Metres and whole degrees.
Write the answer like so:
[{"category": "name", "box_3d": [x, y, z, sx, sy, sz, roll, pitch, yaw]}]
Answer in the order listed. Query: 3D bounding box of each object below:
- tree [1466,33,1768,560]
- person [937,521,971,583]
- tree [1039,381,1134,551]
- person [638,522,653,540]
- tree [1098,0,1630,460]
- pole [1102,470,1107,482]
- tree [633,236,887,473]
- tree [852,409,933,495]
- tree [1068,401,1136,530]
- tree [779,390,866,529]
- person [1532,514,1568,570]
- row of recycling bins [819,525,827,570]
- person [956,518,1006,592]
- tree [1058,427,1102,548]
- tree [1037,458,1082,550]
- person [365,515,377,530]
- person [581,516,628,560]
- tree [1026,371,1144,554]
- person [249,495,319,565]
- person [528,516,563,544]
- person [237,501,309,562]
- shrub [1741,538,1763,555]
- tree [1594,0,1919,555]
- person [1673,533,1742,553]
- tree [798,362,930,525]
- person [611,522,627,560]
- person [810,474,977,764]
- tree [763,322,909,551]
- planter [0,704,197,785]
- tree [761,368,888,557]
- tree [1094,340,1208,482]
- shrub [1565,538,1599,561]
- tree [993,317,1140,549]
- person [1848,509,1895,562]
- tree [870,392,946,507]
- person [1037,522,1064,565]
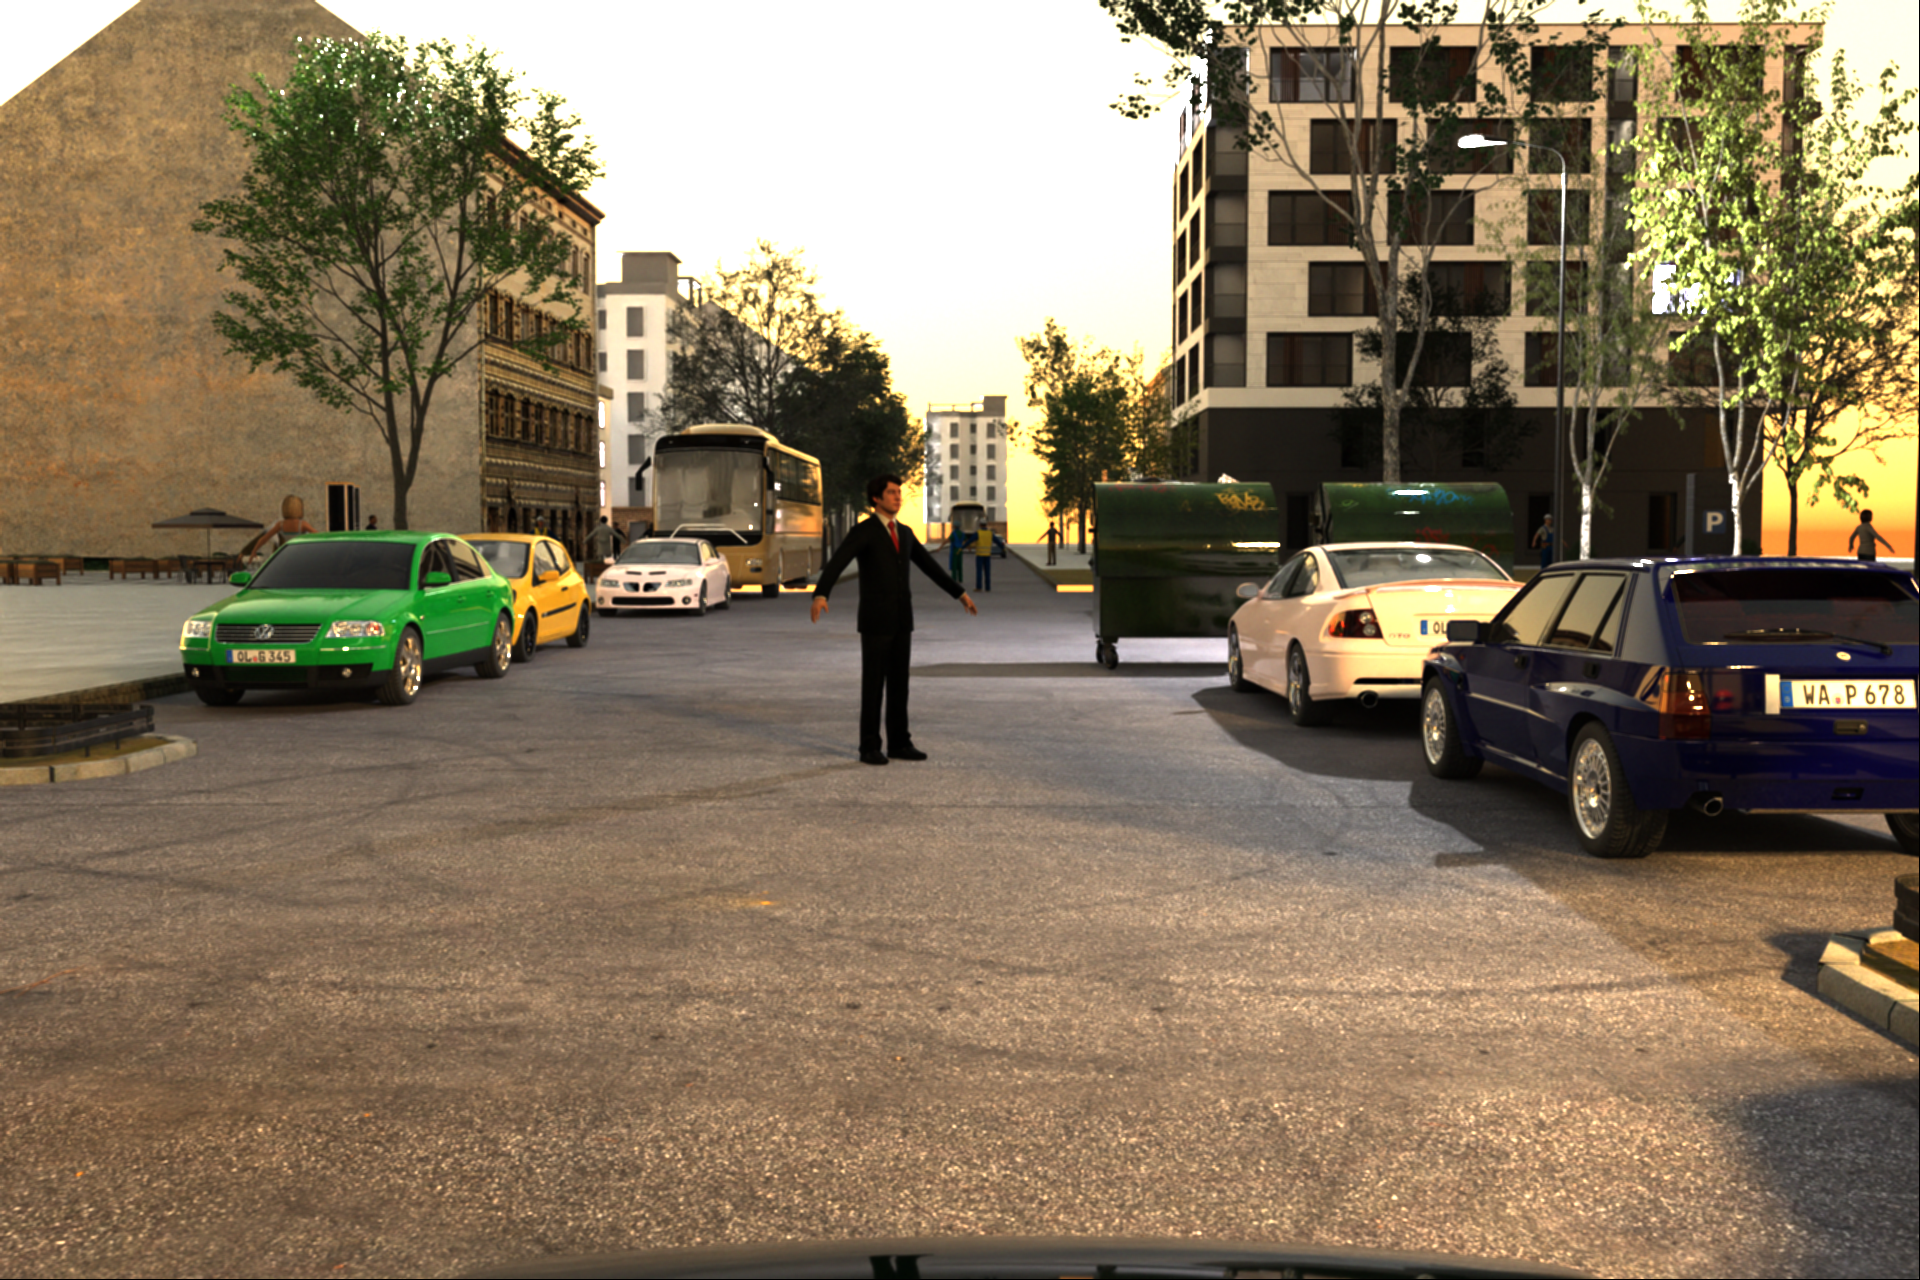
[{"category": "tree", "box_3d": [9.391, -4.657, 26.506, 4.360, 8.622, 3.978, 0, 3, 0]}, {"category": "person", "box_3d": [-0.122, -2.561, 50.451, 1.347, 1.817, 0.704, -3, 5, -44]}, {"category": "tree", "box_3d": [9.273, -12.832, 127.922, 7.486, 12.596, 7.792, 0, 3, 0]}, {"category": "person", "box_3d": [-14.138, -4.513, 79.569, 1.354, 1.856, 0.705, -1, 4, -12]}, {"category": "tree", "box_3d": [8.264, -11.120, 37.709, 12.611, 20.169, 13.585, 0, 3, 0]}, {"category": "pole", "box_3d": [4.591, -3.742, 55.026, 0.158, 3.312, 0.155, 0, 3, 0]}, {"category": "tree", "box_3d": [-7.893, -9.808, 70.731, 12.009, 13.543, 11.850, 0, 3, 0]}, {"category": "tree", "box_3d": [-6.259, -12.957, 137.601, 9.928, 11.665, 9.643, 0, 3, 0]}, {"category": "tree", "box_3d": [7.680, -8.936, 96.473, 4.360, 8.622, 3.978, 0, 3, 0]}, {"category": "tree", "box_3d": [-7.610, -8.474, 88.912, 4.360, 8.622, 3.978, 0, 3, 0]}, {"category": "person", "box_3d": [16.759, -2.660, 49.349, 1.347, 1.847, 0.705, -2, 4, -28]}, {"category": "row of recycling bins", "box_3d": [-5.328, -3.391, 62.559, 1.069, 1.692, 3.534, 0, 4, 2]}, {"category": "person", "box_3d": [0.567, -2.124, 43.160, 1.349, 1.833, 0.705, -1, 4, -22]}, {"category": "tree", "box_3d": [8.294, -10.357, 119.701, 4.360, 8.622, 3.978, 0, 3, 0]}, {"category": "tree", "box_3d": [8.641, -11.418, 137.045, 4.360, 8.622, 3.978, 0, 3, 0]}, {"category": "person", "box_3d": [-16.222, -2.552, 47.948, 0.704, 1.802, 1.346, 0, 4, 4]}, {"category": "person", "box_3d": [-10.242, -2.674, 49.911, 1.347, 1.806, 0.705, 0, 4, -5]}, {"category": "tree", "box_3d": [7.887, -11.269, 110.009, 9.928, 11.665, 9.643, 0, 3, 0]}, {"category": "person", "box_3d": [-8.013, -0.877, 20.956, 1.214, 1.753, 0.721, 0, 4, 1]}, {"category": "person", "box_3d": [-11.419, -2.494, 47.244, 1.216, 1.772, 0.721, -1, 4, -19]}, {"category": "person", "box_3d": [-8.874, -0.982, 22.827, 1.217, 1.736, 0.721, -2, 4, -33]}, {"category": "shrub", "box_3d": [25.765, -2.786, 56.668, 1.383, 1.207, 1.383, 0, 3, 0]}, {"category": "tree", "box_3d": [9.731, -4.330, 21.160, 4.737, 8.622, 4.395, 0, 3, 0]}, {"category": "person", "box_3d": [15.116, -1.776, 35.098, 1.348, 1.821, 0.705, 3, 5, 41]}, {"category": "tree", "box_3d": [-7.207, -12.814, 119.872, 12.009, 13.543, 11.850, 0, 3, 0]}, {"category": "person", "box_3d": [-15.874, -4.526, 79.936, 1.347, 1.837, 0.705, 2, 4, 26]}, {"category": "person", "box_3d": [-0.447, -0.139, 10.914, 1.347, 1.806, 0.705, -3, 5, -43]}, {"category": "tree", "box_3d": [-7.517, -12.199, 106.114, 9.857, 13.997, 8.962, 0, 3, 0]}, {"category": "planter", "box_3d": [-5.960, 0.633, 10.787, 1.991, 0.319, 1.994, 0, 4, 1]}, {"category": "tree", "box_3d": [-7.364, -9.884, 96.013, 7.601, 10.594, 8.767, 1, 4, 16]}, {"category": "tree", "box_3d": [7.276, -7.116, 66.701, 4.737, 8.622, 4.395, 0, 3, 0]}, {"category": "shrub", "box_3d": [19.849, -2.704, 55.321, 1.383, 1.207, 1.383, 0, 3, 0]}, {"category": "tree", "box_3d": [9.229, -17.934, 149.113, 12.611, 20.169, 13.585, 0, 3, 0]}, {"category": "person", "box_3d": [16.918, -1.556, 32.203, 0.721, 1.744, 1.215, -1, 4, -9]}, {"category": "tree", "box_3d": [-6.521, -14.649, 149.873, 12.009, 13.543, 11.850, 0, 3, 0]}, {"category": "person", "box_3d": [3.757, -3.968, 71.149, 1.348, 1.796, 0.705, -2, 4, -33]}]
